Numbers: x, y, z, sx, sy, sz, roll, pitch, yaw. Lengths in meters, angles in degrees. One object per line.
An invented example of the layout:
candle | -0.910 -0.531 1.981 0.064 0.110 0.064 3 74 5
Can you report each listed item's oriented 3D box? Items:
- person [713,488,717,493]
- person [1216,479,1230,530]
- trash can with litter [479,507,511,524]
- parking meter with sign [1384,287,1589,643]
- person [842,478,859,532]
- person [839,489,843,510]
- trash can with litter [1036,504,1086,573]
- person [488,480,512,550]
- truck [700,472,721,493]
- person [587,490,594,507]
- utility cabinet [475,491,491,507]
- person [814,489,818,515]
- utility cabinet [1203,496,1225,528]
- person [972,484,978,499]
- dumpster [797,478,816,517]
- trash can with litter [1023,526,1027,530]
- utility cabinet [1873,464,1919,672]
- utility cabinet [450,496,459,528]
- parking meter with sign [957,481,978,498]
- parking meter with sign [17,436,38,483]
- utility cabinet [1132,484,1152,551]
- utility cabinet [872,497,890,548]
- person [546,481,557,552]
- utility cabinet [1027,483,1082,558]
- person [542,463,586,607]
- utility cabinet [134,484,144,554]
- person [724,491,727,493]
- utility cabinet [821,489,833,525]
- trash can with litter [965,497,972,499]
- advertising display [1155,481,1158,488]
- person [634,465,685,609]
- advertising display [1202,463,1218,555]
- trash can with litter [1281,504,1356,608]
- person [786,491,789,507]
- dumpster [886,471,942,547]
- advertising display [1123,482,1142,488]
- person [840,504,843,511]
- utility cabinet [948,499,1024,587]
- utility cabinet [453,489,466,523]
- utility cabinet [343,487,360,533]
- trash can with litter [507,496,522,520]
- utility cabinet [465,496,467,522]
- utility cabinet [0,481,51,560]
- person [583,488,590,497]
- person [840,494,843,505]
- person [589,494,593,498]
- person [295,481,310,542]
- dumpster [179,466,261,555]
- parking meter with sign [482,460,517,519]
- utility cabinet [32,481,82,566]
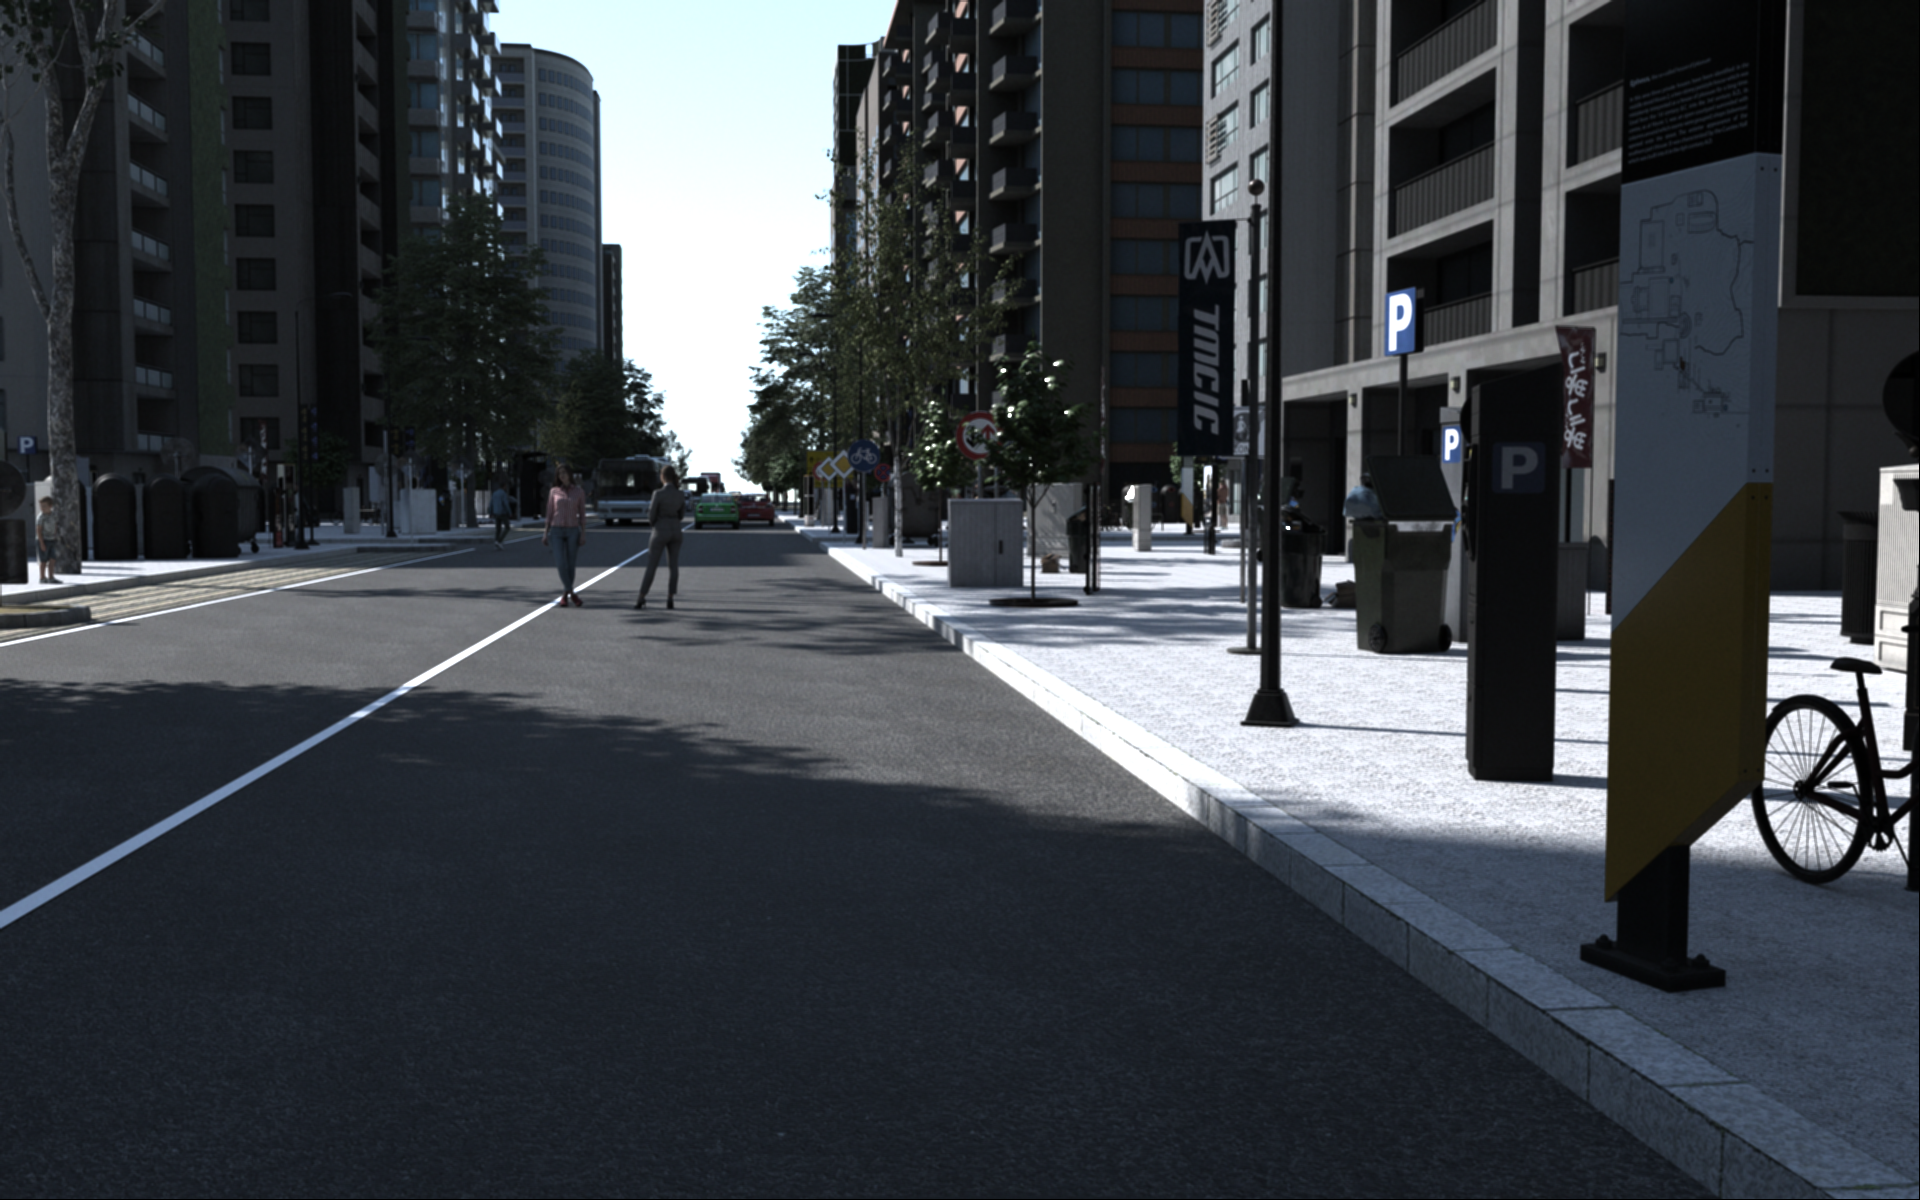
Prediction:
person | -14.701 -5.837 104.036 0.391 1.810 0.635 -3 4 -38
person | 9.417 -3.429 62.080 0.573 1.828 0.580 0 4 -2
trash can with litter | -20.524 -3.940 75.484 2.233 1.210 1.678 -1 4 -11
parking meter with sign | 4.600 -1.150 15.071 1.738 3.016 0.543 -1 4 -14
person | -3.675 -3.205 58.418 0.580 1.828 0.573 0 4 6
person | -9.620 -8.046 138.426 1.217 1.723 0.721 -2 4 -32
trash can with litter | 1.754 -1.020 28.072 1.055 1.170 0.624 0 4 8
person | -11.761 -2.167 44.268 0.601 1.785 0.444 3 4 37
truck | -32.517 -14.486 225.758 2.839 4.237 11.283 0 4 -6
person | -37.147 -10.295 175.092 1.217 1.735 0.721 -2 4 -33
utility cabinet | -31.001 -6.352 112.526 0.318 1.500 1.173 2 4 28
person | -6.918 -4.630 81.619 0.514 1.842 0.818 1 4 9
utility cabinet | 9.680 -3.350 65.935 0.306 1.237 1.020 -2 4 -31
person | 0.855 -5.104 89.589 0.694 1.812 0.767 1 4 16
dumpster | -8.445 -5.846 98.068 1.502 2.255 1.985 0 4 -7
trash can with litter | 2.644 -3.188 63.186 1.678 1.210 2.233 0 4 -1
utility cabinet | 6.863 -0.211 12.123 0.318 1.500 1.173 0 4 0
utility cabinet | -19.649 -3.359 66.089 1.020 1.237 0.306 1 4 10
parking meter with sign | 0.659 -5.781 90.780 1.738 3.016 0.543 1 4 23
parking meter with sign | -28.007 -3.368 51.326 0.543 3.016 1.738 0 4 -3
utility cabinet | 4.101 -1.863 39.138 0.318 1.500 1.173 0 4 0
utility cabinet | -1.894 -1.847 41.352 0.306 1.237 1.020 0 4 5
person | -10.108 -2.082 43.095 0.362 1.759 0.519 -2 4 -29
utility cabinet | 1.884 -1.594 34.735 1.173 1.500 0.318 3 5 40
person | -5.039 -0.828 22.047 0.555 1.821 0.388 -1 4 -17
utility cabinet | -17.361 -1.724 36.864 0.318 1.500 1.173 -1 4 -16
person | -25.591 -11.045 189.912 0.721 1.723 1.217 1 4 13
utility cabinet | -5.399 -3.791 70.654 0.318 1.500 1.173 -1 4 -14
trash can with litter | 0.368 -3.440 67.632 0.624 1.170 1.055 1 4 21
advertising display | 9.557 -4.830 84.180 0.123 1.923 0.974 0 4 5
person | -3.757 -0.790 21.690 0.573 1.790 0.520 2 4 34
advertising display | 5.323 -1.937 36.892 0.123 1.923 0.974 0 4 -4
trash can with litter | 4.081 -0.503 19.619 1.055 1.170 0.624 0 4 -1
person | -17.675 -10.450 176.834 0.705 1.831 1.348 -1 4 -12
dumpster | -1.114 -2.246 42.476 1.264 1.857 1.865 0 4 -7
advertising display | 9.122 -5.285 91.621 0.974 1.923 0.123 1 4 14
person | -5.267 -4.592 81.249 0.853 1.813 0.709 -1 4 -16
utility cabinet | 0.353 -0.782 23.942 1.020 1.237 0.306 -1 4 -9
utility cabinet | -22.021 -4.134 76.268 0.318 1.500 1.173 0 4 -6
utility cabinet | -19.803 -2.916 56.358 0.318 1.500 1.173 -1 4 -8
trash can with litter | -21.952 -4.525 85.369 0.624 1.170 1.055 -3 5 -44
utility cabinet | -22.758 -4.145 78.936 0.306 1.237 1.020 0 4 0
utility cabinet | -18.891 -1.625 35.241 1.173 1.500 0.318 0 4 3
person | -36.012 -9.760 165.616 1.348 1.824 0.705 0 4 -4
person | -12.409 -10.619 179.607 0.705 1.831 1.348 1 4 23
person | -28.455 -7.950 136.043 1.348 1.821 0.705 -1 4 -20
person | -17.490 -2.248 45.610 0.721 1.781 0.623 2 4 31
dumpster | -15.761 -1.904 36.883 1.264 1.857 1.865 0 4 -7
parking meter with sign | -23.914 -5.733 89.994 1.738 3.016 0.543 -1 4 -10
utility cabinet | -15.878 -1.335 30.508 1.173 1.500 0.318 3 5 41
